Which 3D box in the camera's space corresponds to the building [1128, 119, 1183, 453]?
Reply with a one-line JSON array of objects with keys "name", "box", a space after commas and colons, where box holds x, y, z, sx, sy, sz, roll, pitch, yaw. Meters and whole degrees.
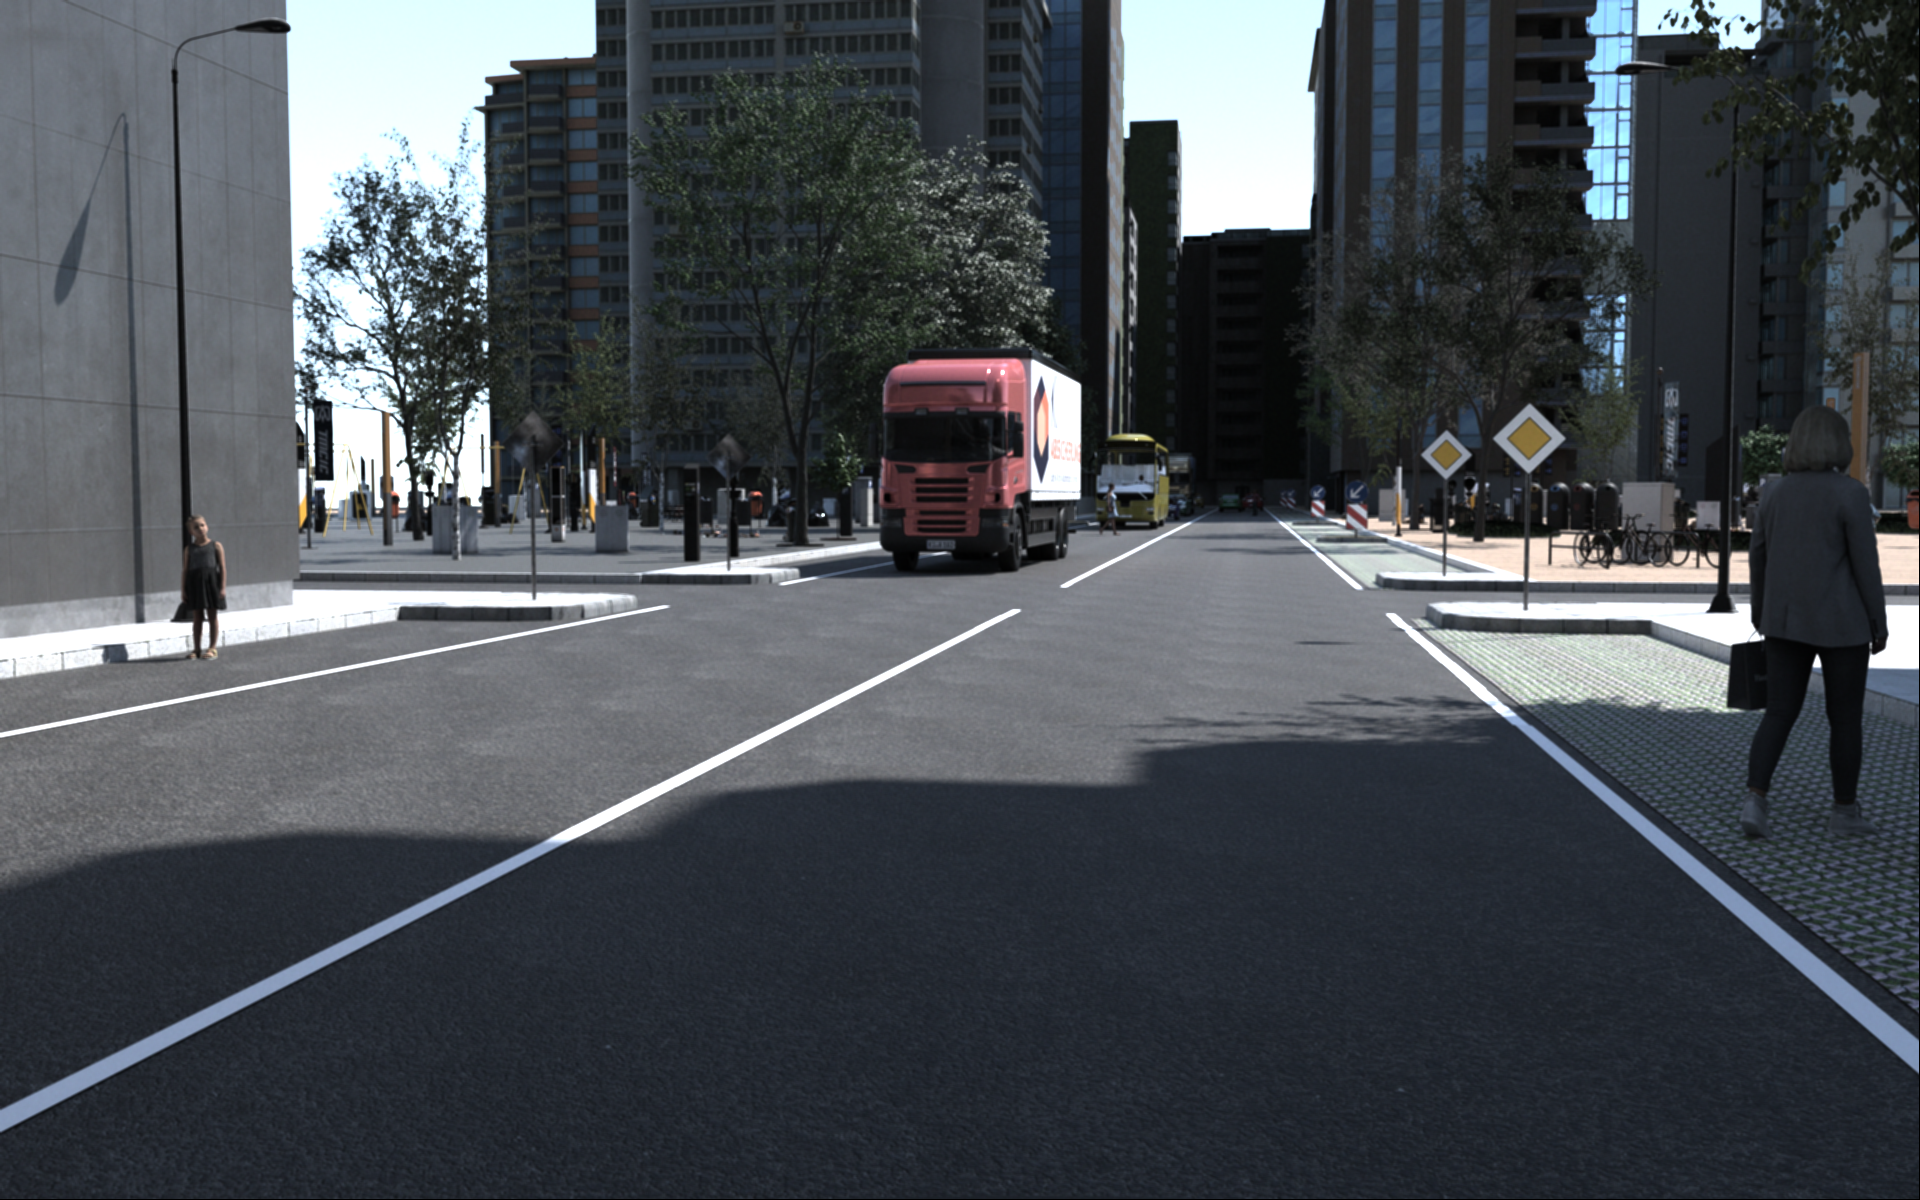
[{"name": "building", "box": [17.562, -31.179, 193.376, 14.086, 41.232, 14.154, 1, 4, 9]}]

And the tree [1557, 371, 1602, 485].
[{"name": "tree", "box": [31.913, -8.270, 85.574, 4.737, 8.622, 4.395, 0, 3, 0]}]

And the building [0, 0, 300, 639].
[{"name": "building", "box": [-23.258, -12.069, 16.400, 30.058, 24.678, 14.314, 1, 4, 9]}]

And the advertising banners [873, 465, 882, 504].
[{"name": "advertising banners", "box": [-5.196, -6.572, 103.642, 2.074, 3.025, 0.090, 3, 5, 42]}]

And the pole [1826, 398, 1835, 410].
[{"name": "pole", "box": [18.529, -2.637, 36.951, 0.158, 3.312, 0.155, 0, 3, 0]}]

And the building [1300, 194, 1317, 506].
[{"name": "building", "box": [40.779, -24.208, 167.500, 14.160, 30.474, 14.107, 1, 4, 9]}]

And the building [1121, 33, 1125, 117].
[{"name": "building", "box": [6.528, -28.437, 148.538, 14.154, 41.232, 14.086, 1, 4, 9]}]

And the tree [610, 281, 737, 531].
[{"name": "tree", "box": [-10.423, -6.740, 60.556, 4.360, 8.622, 3.978, 0, 3, 0]}]

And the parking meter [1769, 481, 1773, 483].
[{"name": "parking meter", "box": [15.862, -1.539, 33.577, 0.372, 1.533, 0.369, 0, 3, 0]}]

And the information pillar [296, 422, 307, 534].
[{"name": "information pillar", "box": [-21.375, -3.964, 56.174, 0.183, 3.616, 0.504, 0, 4, 6]}]

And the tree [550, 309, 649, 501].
[{"name": "tree", "box": [-14.634, -7.304, 69.786, 4.737, 8.622, 4.395, 0, 3, 0]}]

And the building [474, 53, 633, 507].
[{"name": "building", "box": [-31.905, -31.800, 174.559, 28.867, 44.769, 22.147, 1, 4, 9]}]

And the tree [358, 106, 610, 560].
[{"name": "tree", "box": [-9.793, -5.106, 33.840, 4.360, 8.622, 3.978, 0, 3, 0]}]

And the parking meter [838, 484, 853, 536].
[{"name": "parking meter", "box": [-3.490, -2.880, 52.795, 0.399, 1.863, 0.255, 0, 4, 8]}]

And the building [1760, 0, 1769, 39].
[{"name": "building", "box": [97.533, -45.511, 182.358, 20.611, 71.187, 20.563, 1, 4, 9]}]

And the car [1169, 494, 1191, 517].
[{"name": "car", "box": [13.750, -6.050, 110.722, 2.131, 1.459, 4.920, 1, 4, 11]}]

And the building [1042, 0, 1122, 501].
[{"name": "building", "box": [5.043, -29.617, 134.350, 14.600, 45.320, 14.200, 1, 4, 9]}]

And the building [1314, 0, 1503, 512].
[{"name": "building", "box": [38.772, -30.761, 153.059, 14.600, 45.320, 14.200, 1, 4, 9]}]

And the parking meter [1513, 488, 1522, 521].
[{"name": "parking meter", "box": [23.332, -3.916, 72.443, 0.372, 1.533, 0.369, 0, 3, 0]}]

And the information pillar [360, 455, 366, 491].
[{"name": "information pillar", "box": [-35.582, -6.845, 103.262, 0.183, 3.616, 0.504, 1, 4, 9]}]

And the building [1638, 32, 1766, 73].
[{"name": "building", "box": [76.718, -34.424, 186.534, 21.600, 48.544, 21.300, 1, 4, 9]}]

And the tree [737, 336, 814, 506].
[{"name": "tree", "box": [-8.674, -7.825, 78.298, 4.360, 8.622, 3.978, 0, 3, 0]}]

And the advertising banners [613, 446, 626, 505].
[{"name": "advertising banners", "box": [-12.633, -4.160, 64.209, 0.090, 3.025, 2.074, 0, 4, 0]}]

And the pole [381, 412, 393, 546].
[{"name": "pole", "box": [-14.290, -3.017, 43.176, 0.158, 3.312, 0.155, 0, 3, 0]}]

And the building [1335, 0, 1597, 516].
[{"name": "building", "box": [30.667, -27.991, 107.757, 14.600, 45.320, 14.200, 1, 4, 9]}]

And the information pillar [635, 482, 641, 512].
[{"name": "information pillar", "box": [-18.976, -5.969, 102.085, 0.304, 2.012, 0.304, 1, 4, 11]}]

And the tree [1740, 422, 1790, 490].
[{"name": "tree", "box": [36.966, -5.860, 79.530, 4.285, 4.588, 4.351, 0, 3, 0]}]

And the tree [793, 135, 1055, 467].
[{"name": "tree", "box": [-1.262, -9.516, 62.244, 9.857, 13.997, 8.962, 0, 3, 0]}]

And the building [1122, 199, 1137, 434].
[{"name": "building", "box": [10.429, -24.519, 172.593, 14.107, 30.474, 14.160, 1, 4, 9]}]

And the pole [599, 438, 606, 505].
[{"name": "pole", "box": [-13.016, -4.231, 63.024, 0.158, 3.312, 0.155, 0, 3, 0]}]

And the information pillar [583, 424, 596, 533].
[{"name": "information pillar", "box": [-12.201, -4.042, 57.445, 0.183, 3.616, 0.504, 1, 4, 13]}]

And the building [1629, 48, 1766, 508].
[{"name": "building", "box": [65.959, -29.314, 162.876, 14.086, 41.232, 14.154, 1, 4, 9]}]

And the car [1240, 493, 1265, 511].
[{"name": "car", "box": [25.056, -8.515, 148.262, 2.155, 1.783, 4.494, 1, 4, 10]}]

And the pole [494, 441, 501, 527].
[{"name": "pole", "box": [-17.797, -4.450, 66.595, 0.158, 3.312, 0.155, 0, 3, 0]}]

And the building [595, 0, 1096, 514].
[{"name": "building", "box": [-7.349, -26.015, 117.233, 32.217, 40.220, 23.993, 1, 4, 9]}]

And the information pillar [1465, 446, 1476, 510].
[{"name": "information pillar", "box": [24.764, -5.676, 84.161, 0.504, 3.616, 0.183, 0, 4, 2]}]

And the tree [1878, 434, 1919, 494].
[{"name": "tree", "box": [51.395, -6.718, 93.560, 4.285, 4.588, 4.351, 0, 3, 0]}]

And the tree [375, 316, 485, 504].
[{"name": "tree", "box": [-20.305, -7.145, 67.190, 4.737, 8.622, 4.395, 0, 3, 0]}]

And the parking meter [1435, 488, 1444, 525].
[{"name": "parking meter", "box": [19.868, -3.873, 71.729, 0.372, 1.533, 0.369, 0, 3, 0]}]

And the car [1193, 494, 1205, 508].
[{"name": "car", "box": [23.943, -10.153, 176.225, 2.015, 1.641, 3.980, 1, 4, 10]}]

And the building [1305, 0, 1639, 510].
[{"name": "building", "box": [38.101, -49.931, 129.048, 22.319, 86.520, 31.000, 1, 4, 9]}]

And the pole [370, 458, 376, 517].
[{"name": "pole", "box": [-33.551, -6.431, 98.989, 0.158, 3.312, 0.155, 0, 3, 0]}]

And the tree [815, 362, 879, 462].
[{"name": "tree", "box": [-5.755, -8.589, 90.796, 4.737, 8.622, 4.395, 0, 3, 0]}]

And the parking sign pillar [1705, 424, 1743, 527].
[{"name": "parking sign pillar", "box": [29.817, -4.840, 67.612, 1.447, 3.967, 1.447, -3, 4, -37]}]

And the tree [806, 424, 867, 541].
[{"name": "tree", "box": [-3.535, -3.278, 48.203, 1.663, 3.219, 1.824, 0, 3, 0]}]

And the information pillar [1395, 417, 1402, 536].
[{"name": "information pillar", "box": [13.287, -3.735, 52.417, 0.183, 3.616, 0.504, 1, 4, 22]}]

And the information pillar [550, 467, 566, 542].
[{"name": "information pillar", "box": [-10.751, -2.558, 46.319, 0.304, 2.012, 0.304, 0, 4, 5]}]

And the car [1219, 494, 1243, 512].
[{"name": "car", "box": [21.801, -7.985, 139.350, 1.959, 1.807, 4.718, 1, 4, 11]}]

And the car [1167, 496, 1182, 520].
[{"name": "car", "box": [11.255, -5.078, 95.604, 1.945, 1.354, 3.894, 1, 4, 8]}]

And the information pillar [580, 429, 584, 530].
[{"name": "information pillar", "box": [-13.624, -4.357, 62.587, 0.183, 3.616, 0.504, -1, 4, -22]}]

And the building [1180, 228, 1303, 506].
[{"name": "building", "box": [31.421, -25.652, 191.118, 14.107, 30.474, 14.160, 1, 4, 9]}]

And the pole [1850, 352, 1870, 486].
[{"name": "pole", "box": [13.006, -1.911, 25.080, 0.158, 3.312, 0.155, 0, 3, 0]}]

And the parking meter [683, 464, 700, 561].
[{"name": "parking meter", "box": [-5.118, -1.673, 33.058, 0.255, 1.863, 0.399, 0, 4, 1]}]

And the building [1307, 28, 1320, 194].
[{"name": "building", "box": [53.107, -36.993, 194.069, 27.495, 52.752, 28.713, 1, 4, 9]}]

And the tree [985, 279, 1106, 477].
[{"name": "tree", "box": [3.345, -10.656, 91.240, 9.611, 12.733, 9.660, 0, 3, 0]}]

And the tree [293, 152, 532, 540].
[{"name": "tree", "box": [-15.391, -6.941, 47.897, 7.601, 10.594, 8.767, 0, 4, 7]}]

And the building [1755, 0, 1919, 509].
[{"name": "building", "box": [87.880, -32.710, 154.411, 30.456, 49.044, 23.786, 1, 4, 9]}]

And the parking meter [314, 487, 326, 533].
[{"name": "parking meter", "box": [-21.403, -3.028, 57.912, 0.372, 1.533, 0.369, 0, 3, 0]}]

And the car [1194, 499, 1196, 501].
[{"name": "car", "box": [17.605, -7.630, 137.113, 2.083, 1.381, 4.827, 1, 4, 9]}]

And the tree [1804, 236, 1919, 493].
[{"name": "tree", "box": [26.242, -6.061, 49.463, 4.360, 8.622, 3.978, 0, 3, 0]}]
